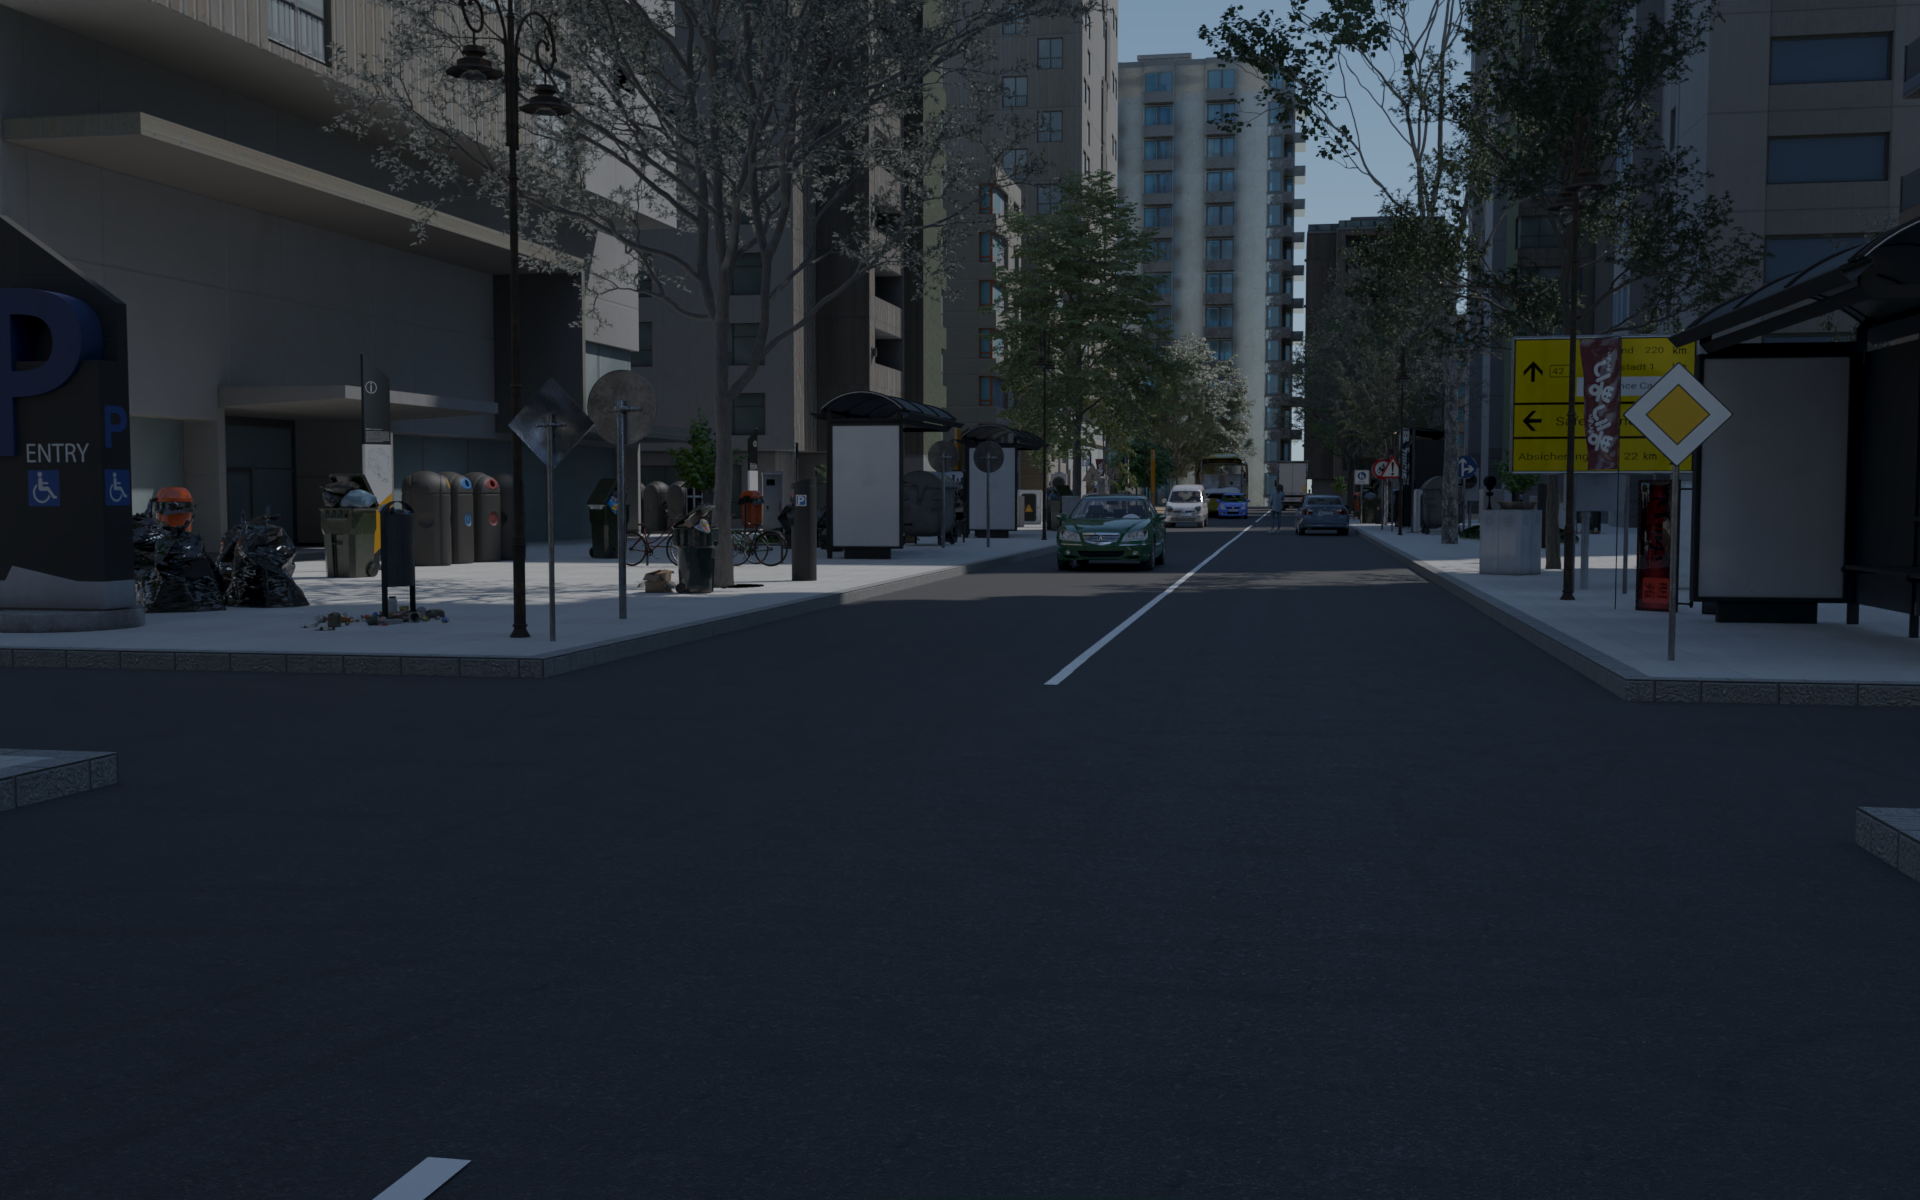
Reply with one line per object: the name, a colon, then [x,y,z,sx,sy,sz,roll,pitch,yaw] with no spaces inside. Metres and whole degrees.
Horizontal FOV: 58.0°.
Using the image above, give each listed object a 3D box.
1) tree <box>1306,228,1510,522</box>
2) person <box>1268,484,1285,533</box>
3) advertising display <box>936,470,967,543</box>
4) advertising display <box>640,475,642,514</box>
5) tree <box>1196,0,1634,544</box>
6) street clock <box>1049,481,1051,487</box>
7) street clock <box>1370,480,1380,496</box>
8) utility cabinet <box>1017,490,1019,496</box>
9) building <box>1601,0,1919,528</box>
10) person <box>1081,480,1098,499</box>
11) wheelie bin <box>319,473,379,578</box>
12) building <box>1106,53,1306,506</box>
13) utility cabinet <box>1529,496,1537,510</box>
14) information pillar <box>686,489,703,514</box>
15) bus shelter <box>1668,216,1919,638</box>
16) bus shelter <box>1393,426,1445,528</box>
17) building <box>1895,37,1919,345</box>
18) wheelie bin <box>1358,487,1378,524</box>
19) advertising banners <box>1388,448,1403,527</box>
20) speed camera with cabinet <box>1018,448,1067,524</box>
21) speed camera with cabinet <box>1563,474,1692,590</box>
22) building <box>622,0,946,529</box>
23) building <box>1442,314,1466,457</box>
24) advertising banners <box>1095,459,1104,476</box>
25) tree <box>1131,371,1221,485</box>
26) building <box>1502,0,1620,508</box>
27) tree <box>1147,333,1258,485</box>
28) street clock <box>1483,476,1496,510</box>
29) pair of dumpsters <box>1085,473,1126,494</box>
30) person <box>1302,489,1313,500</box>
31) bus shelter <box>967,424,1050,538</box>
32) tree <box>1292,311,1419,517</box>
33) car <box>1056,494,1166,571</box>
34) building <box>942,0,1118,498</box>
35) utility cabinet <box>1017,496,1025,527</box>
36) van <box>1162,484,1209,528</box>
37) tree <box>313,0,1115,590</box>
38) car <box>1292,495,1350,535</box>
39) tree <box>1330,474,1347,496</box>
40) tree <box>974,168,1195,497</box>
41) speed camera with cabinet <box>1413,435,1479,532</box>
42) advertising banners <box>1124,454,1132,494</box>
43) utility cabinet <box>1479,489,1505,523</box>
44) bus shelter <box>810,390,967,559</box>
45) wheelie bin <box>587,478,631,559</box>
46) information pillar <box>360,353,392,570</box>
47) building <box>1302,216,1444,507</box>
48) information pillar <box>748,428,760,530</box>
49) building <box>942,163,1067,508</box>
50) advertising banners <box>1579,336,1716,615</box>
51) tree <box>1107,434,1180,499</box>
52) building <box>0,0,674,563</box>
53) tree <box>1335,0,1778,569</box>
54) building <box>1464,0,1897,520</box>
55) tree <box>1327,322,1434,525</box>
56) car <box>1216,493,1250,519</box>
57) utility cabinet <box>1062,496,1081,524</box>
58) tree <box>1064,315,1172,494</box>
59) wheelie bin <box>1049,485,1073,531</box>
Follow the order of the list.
tree: [19.501,-10.294,78.671,12.009,13.543,11.850,0,3,0]
person: [11.700,-3.382,64.054,0.793,1.790,0.793,-3,5,-41]
advertising display: [-0.239,-2.499,46.080,0.974,1.923,0.123,3,4,37]
advertising display: [-10.565,-3.030,54.755,0.974,1.923,0.123,-1,4,-9]
tree: [11.261,-11.489,43.728,12.611,20.169,13.585,0,3,0]
street clock: [4.619,-4.918,84.985,0.471,2.002,0.358,1,4,21]
street clock: [20.706,-5.007,86.439,0.358,2.002,0.471,-1,4,-23]
utility cabinet: [2.742,-4.842,87.840,1.173,1.500,0.318,3,4,37]
building: [35.934,-31.931,64.078,21.231,58.520,28.212,1,4,11]
person: [3.046,-1.778,38.240,0.731,1.740,0.598,-1,4,-16]
wheelie bin: [-9.386,-1.146,26.648,0.980,1.594,0.693,1,4,19]
building: [22.491,-34.970,191.359,30.456,49.044,23.786,1,4,11]
utility cabinet: [19.724,-2.902,58.609,1.020,1.237,0.306,-2,4,-29]
information pillar: [-6.808,-2.442,44.422,0.304,2.012,0.304,3,5,39]
bus shelter: [7.626,-1.269,14.676,2.014,3.302,5.546,1,4,11]
bus shelter: [16.655,-4.350,62.404,1.731,3.624,6.357,1,4,11]
building: [23.877,-22.903,24.571,14.200,45.320,14.600,1,4,11]
wheelie bin: [17.711,-4.113,75.152,0.693,1.594,0.980,-2,4,-24]
advertising banners: [17.022,-4.343,67.197,0.090,3.025,2.074,3,4,38]
speed camera with cabinet: [3.495,-4.825,73.220,2.038,3.252,0.660,0,4,7]
speed camera with cabinet: [9.251,-1.774,23.337,2.038,3.252,0.660,0,4,5]
building: [-8.778,-18.202,69.312,14.160,30.474,14.107,1,4,11]
building: [65.665,-20.785,184.874,28.899,21.520,27.650,1,4,11]
advertising banners: [7.527,-5.435,85.046,2.074,3.025,0.090,3,4,36]
tree: [15.083,-11.446,121.555,7.601,10.594,8.767,1,4,21]
building: [35.955,-19.563,91.556,14.160,30.474,14.107,1,4,11]
tree: [18.777,-14.029,136.034,9.857,13.997,8.962,0,3,0]
street clock: [21.106,-3.942,69.029,0.471,2.002,0.358,-2,4,-24]
pair of dumpsters: [6.568,-4.647,78.469,1.574,2.255,4.437,1,4,11]
person: [27.727,-7.882,137.377,1.348,1.824,0.705,2,4,30]
bus shelter: [1.357,-3.599,52.774,2.014,3.302,5.546,1,4,11]
tree: [22.409,-10.539,98.069,9.928,11.665,9.643,0,3,0]
car: [3.027,-1.361,34.056,2.131,1.459,4.920,1,4,11]
building: [-1.054,-34.021,145.486,27.495,52.752,28.713,1,4,11]
utility cabinet: [2.078,-3.456,67.665,0.306,1.237,1.020,-3,5,-41]
van: [9.753,-4.130,74.535,2.013,2.044,4.112,1,4,12]
tree: [-3.142,-6.918,23.479,12.009,13.543,11.850,0,3,0]
car: [12.817,-3.020,61.386,2.014,1.417,4.499,1,4,9]
tree: [35.724,-10.260,162.359,1.663,3.219,1.824,0,3,0]
tree: [4.287,-8.701,60.396,7.486,12.596,7.792,0,3,0]
speed camera with cabinet: [16.278,-3.893,57.991,2.038,3.252,0.660,0,4,4]
advertising banners: [7.145,-4.765,74.094,0.090,3.025,2.074,1,4,10]
utility cabinet: [23.314,-4.113,75.924,1.173,1.500,0.318,-2,4,-25]
bus shelter: [-1.413,-2.605,36.513,2.014,3.302,5.546,1,4,11]
wheelie bin: [-7.017,-1.634,34.631,0.693,1.594,0.980,-3,5,-45]
information pillar: [-9.790,-2.305,29.040,0.183,3.616,0.504,3,5,45]
building: [43.462,-25.154,182.974,14.107,30.474,14.160,1,4,11]
information pillar: [-7.353,-4.293,61.551,0.183,3.616,0.504,2,4,31]
building: [-8.985,-16.047,107.416,27.650,21.520,28.899,1,4,11]
advertising banners: [7.626,-1.384,18.809,0.090,3.025,2.074,-3,4,-38]
tree: [10.371,-6.797,94.843,4.285,4.588,4.351,0,3,0]
building: [-23.034,-27.507,38.984,28.713,52.752,27.495,1,4,11]
tree: [9.850,-5.806,29.337,7.601,10.594,8.767,-1,4,-16]
building: [43.779,-34.820,111.304,21.231,58.520,28.212,1,4,11]
tree: [17.334,-7.394,71.256,4.360,8.622,3.978,0,3,0]
car: [15.856,-5.558,100.457,1.945,1.707,3.694,1,4,9]
utility cabinet: [3.760,-2.881,58.263,0.306,1.237,1.020,2,4,27]
tree: [6.052,-7.237,68.694,4.737,8.622,4.395,0,3,0]
wheelie bin: [3.484,-3.172,59.775,0.980,1.594,0.693,-3,4,-36]
